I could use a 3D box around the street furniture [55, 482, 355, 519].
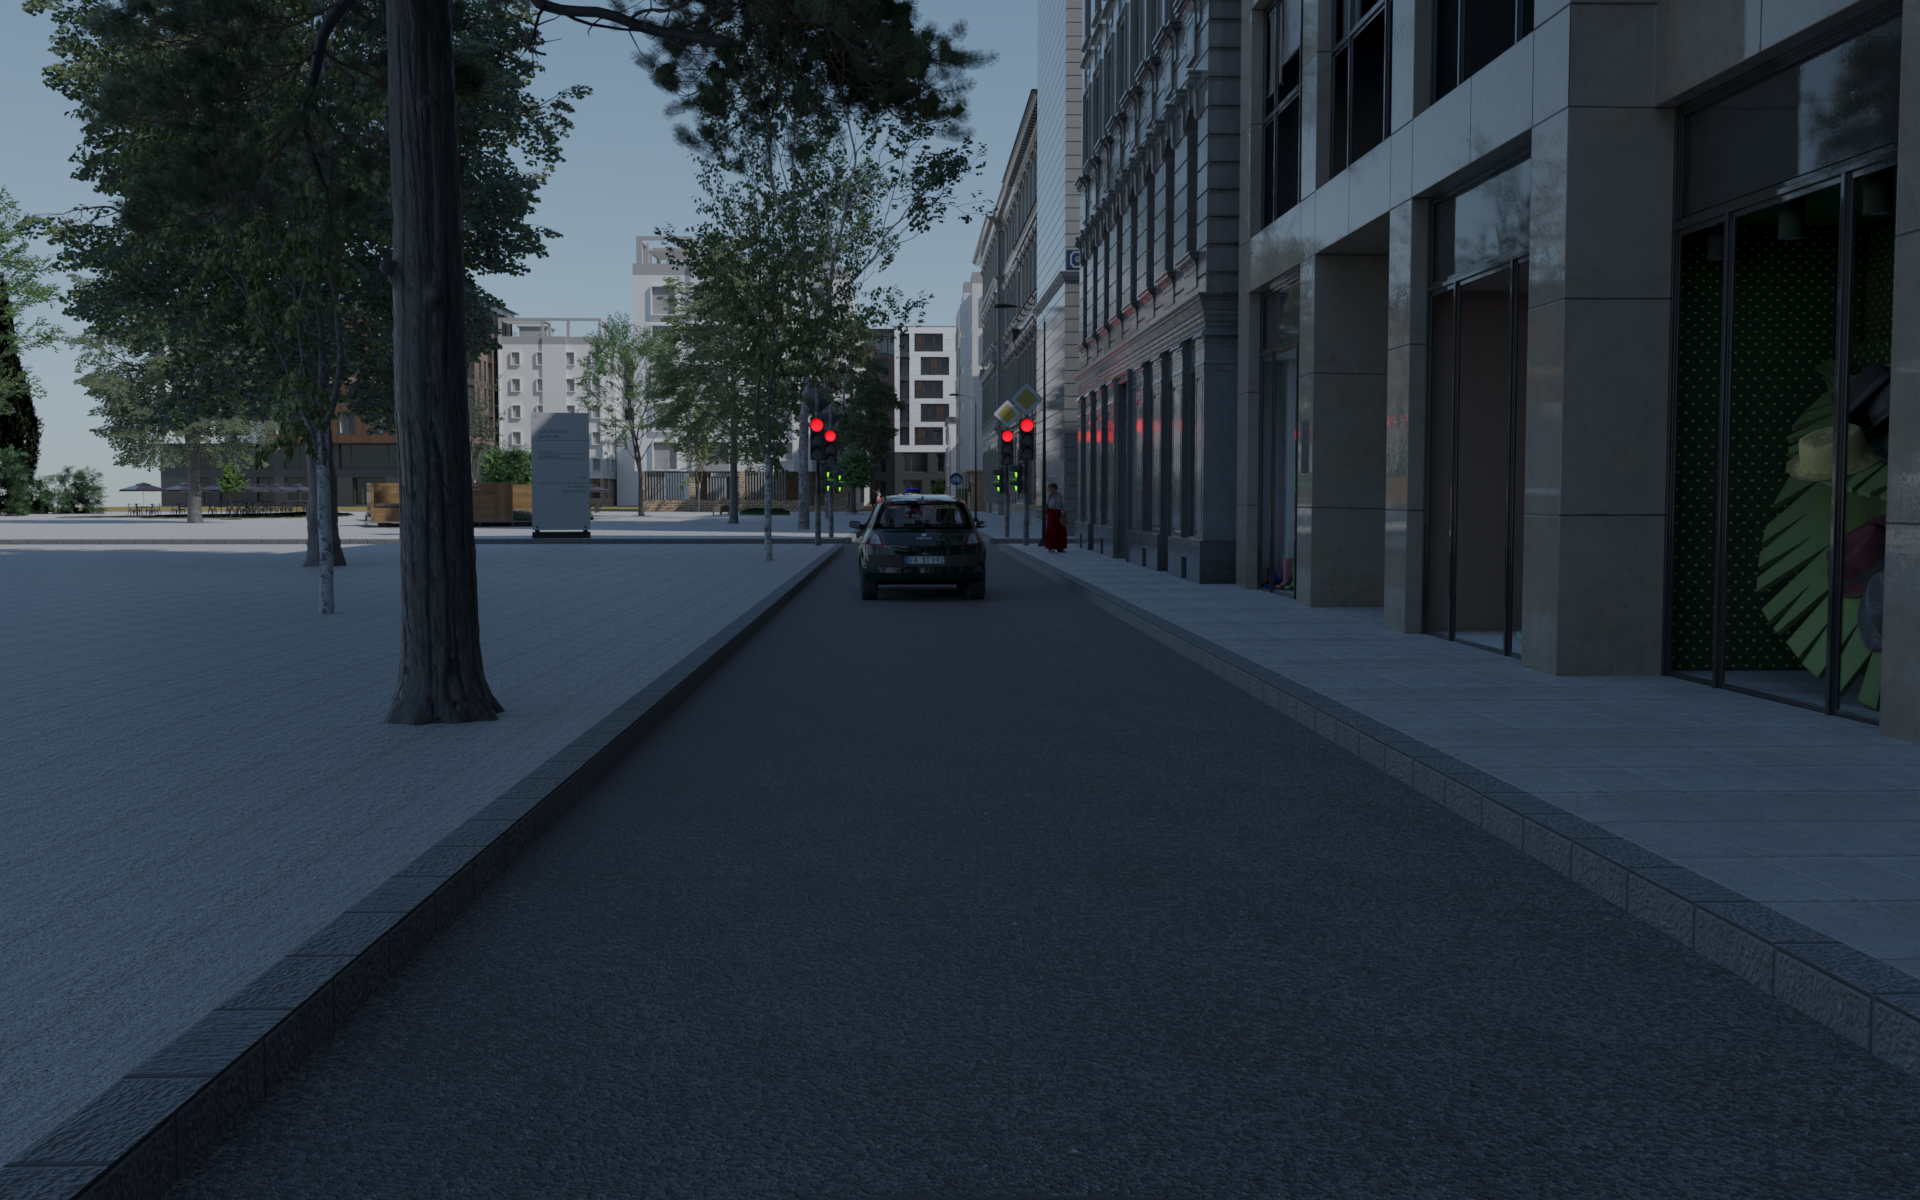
[{"bbox_3d":[-40.634,-6.003,103.185,14.083,1.986,27.439,0,4,5],"label":"street furniture"}]

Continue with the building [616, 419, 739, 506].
[{"bbox_3d":[-24.246,-15.551,196.404,28.070,9.664,9.099,0,4,-2],"label":"building"}]

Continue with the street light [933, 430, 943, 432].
[{"bbox_3d":[-1.269,-9.391,126.091,1.470,5.913,1.316,0,4,-2],"label":"street light"}]

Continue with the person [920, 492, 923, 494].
[{"bbox_3d":[-2.656,-6.627,118.907,0.319,1.574,0.516,1,4,21],"label":"person"}]

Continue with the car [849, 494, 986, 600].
[{"bbox_3d":[-0.592,-0.924,24.901,2.009,1.686,4.222,0,4,-3],"label":"car"}]

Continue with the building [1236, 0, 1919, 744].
[{"bbox_3d":[13.974,-12.356,6.541,19.350,26.468,34.151,0,4,-2],"label":"building"}]

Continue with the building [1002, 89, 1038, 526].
[{"bbox_3d":[7.605,-12.827,74.343,10.561,19.102,19.286,0,4,-2],"label":"building"}]

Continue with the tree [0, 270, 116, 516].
[{"bbox_3d":[-59.729,-12.418,104.862,13.155,14.587,18.604,-1,4,-15],"label":"tree"}]

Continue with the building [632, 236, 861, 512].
[{"bbox_3d":[-15.935,-16.840,131.752,16.016,20.091,11.380,0,4,-2],"label":"building"}]

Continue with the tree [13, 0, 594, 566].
[{"bbox_3d":[-11.359,-7.574,30.491,9.857,13.997,8.962,0,3,0],"label":"tree"}]

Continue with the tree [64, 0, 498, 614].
[{"bbox_3d":[-7.018,-4.152,18.246,4.737,8.622,4.395,0,3,0],"label":"tree"}]

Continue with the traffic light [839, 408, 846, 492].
[{"bbox_3d":[-3.785,-3.781,51.056,0.839,4.213,0.868,0,4,-2],"label":"traffic light"}]

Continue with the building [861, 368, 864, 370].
[{"bbox_3d":[-17.330,-19.253,171.211,16.016,20.091,11.380,0,4,-2],"label":"building"}]

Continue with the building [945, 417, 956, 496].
[{"bbox_3d":[3.210,-15.035,187.964,9.099,9.664,28.070,0,4,-2],"label":"building"}]

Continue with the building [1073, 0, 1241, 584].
[{"bbox_3d":[7.802,-11.251,33.113,9.793,20.994,18.267,0,4,-2],"label":"building"}]

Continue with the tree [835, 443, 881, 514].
[{"bbox_3d":[-6.592,-7.702,109.638,4.285,4.588,4.351,0,3,0],"label":"tree"}]

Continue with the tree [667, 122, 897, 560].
[{"bbox_3d":[-3.488,-5.079,33.405,4.737,8.622,4.395,0,3,0],"label":"tree"}]

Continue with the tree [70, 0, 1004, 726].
[{"bbox_3d":[-3.184,-6.232,9.314,7.806,13.903,7.818,0,3,0],"label":"tree"}]

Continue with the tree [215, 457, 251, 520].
[{"bbox_3d":[-36.628,-5.631,86.676,1.663,3.219,1.824,0,3,0],"label":"tree"}]

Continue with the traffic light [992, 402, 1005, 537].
[{"bbox_3d":[1.373,-3.792,51.242,0.839,4.213,0.868,0,4,-2],"label":"traffic light"}]

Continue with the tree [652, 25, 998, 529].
[{"bbox_3d":[-4.991,-12.710,63.703,12.611,20.169,13.585,0,3,0],"label":"tree"}]

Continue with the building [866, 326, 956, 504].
[{"bbox_3d":[-10.600,-23.267,224.387,32.646,21.610,27.936,0,4,-2],"label":"building"}]

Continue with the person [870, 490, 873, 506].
[{"bbox_3d":[-8.703,-10.287,174.748,0.721,1.766,1.217,-2,4,-35],"label":"person"}]

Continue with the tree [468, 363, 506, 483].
[{"bbox_3d":[-27.581,-9.026,97.942,4.360,8.622,3.978,0,3,0],"label":"tree"}]

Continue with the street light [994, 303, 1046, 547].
[{"bbox_3d":[1.520,-4.268,42.319,1.470,5.913,1.316,0,4,-2],"label":"street light"}]

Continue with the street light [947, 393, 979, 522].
[{"bbox_3d":[0.189,-6.577,80.078,1.470,5.913,1.316,0,4,-2],"label":"street light"}]

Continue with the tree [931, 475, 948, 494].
[{"bbox_3d":[-2.163,-11.067,175.547,1.663,3.219,1.824,0,3,0],"label":"tree"}]

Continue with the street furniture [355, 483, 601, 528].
[{"bbox_3d":[-19.863,-3.904,70.682,9.812,1.723,11.010,-2,4,-23],"label":"street furniture"}]

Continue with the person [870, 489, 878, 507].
[{"bbox_3d":[-8.539,-10.056,170.989,0.617,1.759,0.750,2,4,23],"label":"person"}]

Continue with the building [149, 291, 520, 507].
[{"bbox_3d":[-65.898,-20.917,185.971,32.646,21.610,27.936,0,4,-2],"label":"building"}]

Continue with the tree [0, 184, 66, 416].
[{"bbox_3d":[-32.781,-7.954,55.811,9.928,11.665,9.643,0,3,0],"label":"tree"}]

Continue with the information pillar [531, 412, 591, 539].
[{"bbox_3d":[-11.536,-3.591,50.035,1.656,3.620,0.184,-1,4,-16],"label":"information pillar"}]

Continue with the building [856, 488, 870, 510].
[{"bbox_3d":[-12.847,-12.834,151.979,9.099,9.664,28.070,0,4,-2],"label":"building"}]

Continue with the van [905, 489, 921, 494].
[{"bbox_3d":[-5.230,-11.494,192.307,2.240,2.365,5.245,0,4,-2],"label":"van"}]

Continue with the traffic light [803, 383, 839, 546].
[{"bbox_3d":[-3.521,-3.292,43.076,0.839,4.213,0.868,0,4,-2],"label":"traffic light"}]

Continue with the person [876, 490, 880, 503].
[{"bbox_3d":[-8.704,-10.899,184.902,0.621,1.740,0.551,-1,4,-11],"label":"person"}]

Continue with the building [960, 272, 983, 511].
[{"bbox_3d":[8.057,-17.140,136.661,16.016,20.091,11.380,0,4,-2],"label":"building"}]

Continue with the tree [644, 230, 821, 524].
[{"bbox_3d":[-9.932,-9.624,75.481,7.486,12.596,7.792,0,3,0],"label":"tree"}]

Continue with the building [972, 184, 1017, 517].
[{"bbox_3d":[6.993,-17.109,115.895,11.583,22.565,21.152,0,4,-2],"label":"building"}]

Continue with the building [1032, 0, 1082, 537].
[{"bbox_3d":[17.680,-17.110,57.249,29.804,29.767,11.434,0,4,-2],"label":"building"}]

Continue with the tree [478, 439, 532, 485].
[{"bbox_3d":[-27.693,-7.732,110.131,4.285,4.588,4.351,0,3,0],"label":"tree"}]

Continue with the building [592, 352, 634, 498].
[{"bbox_3d":[-42.457,-21.476,217.593,31.486,18.905,16.747,0,4,-2],"label":"building"}]

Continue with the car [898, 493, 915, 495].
[{"bbox_3d":[-3.131,-5.867,104.961,2.155,1.783,4.494,0,4,-1],"label":"car"}]

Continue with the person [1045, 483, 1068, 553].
[{"bbox_3d":[2.093,-1.795,37.859,0.523,1.526,0.387,-1,4,-22],"label":"person"}]

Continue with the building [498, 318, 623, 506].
[{"bbox_3d":[-43.853,-20.536,192.185,11.380,20.091,16.016,0,4,-2],"label":"building"}]

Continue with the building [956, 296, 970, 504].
[{"bbox_3d":[8.485,-17.838,158.116,16.747,18.905,31.486,0,4,-2],"label":"building"}]

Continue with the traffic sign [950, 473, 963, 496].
[{"bbox_3d":[-0.228,-6.327,103.554,0.768,2.556,0.104,0,4,3],"label":"traffic sign"}]

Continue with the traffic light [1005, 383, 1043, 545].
[{"bbox_3d":[1.637,-3.304,43.261,0.839,4.213,0.868,0,4,-2],"label":"traffic light"}]

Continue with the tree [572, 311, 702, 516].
[{"bbox_3d":[-18.538,-10.627,99.499,9.928,11.665,9.643,0,3,0],"label":"tree"}]
